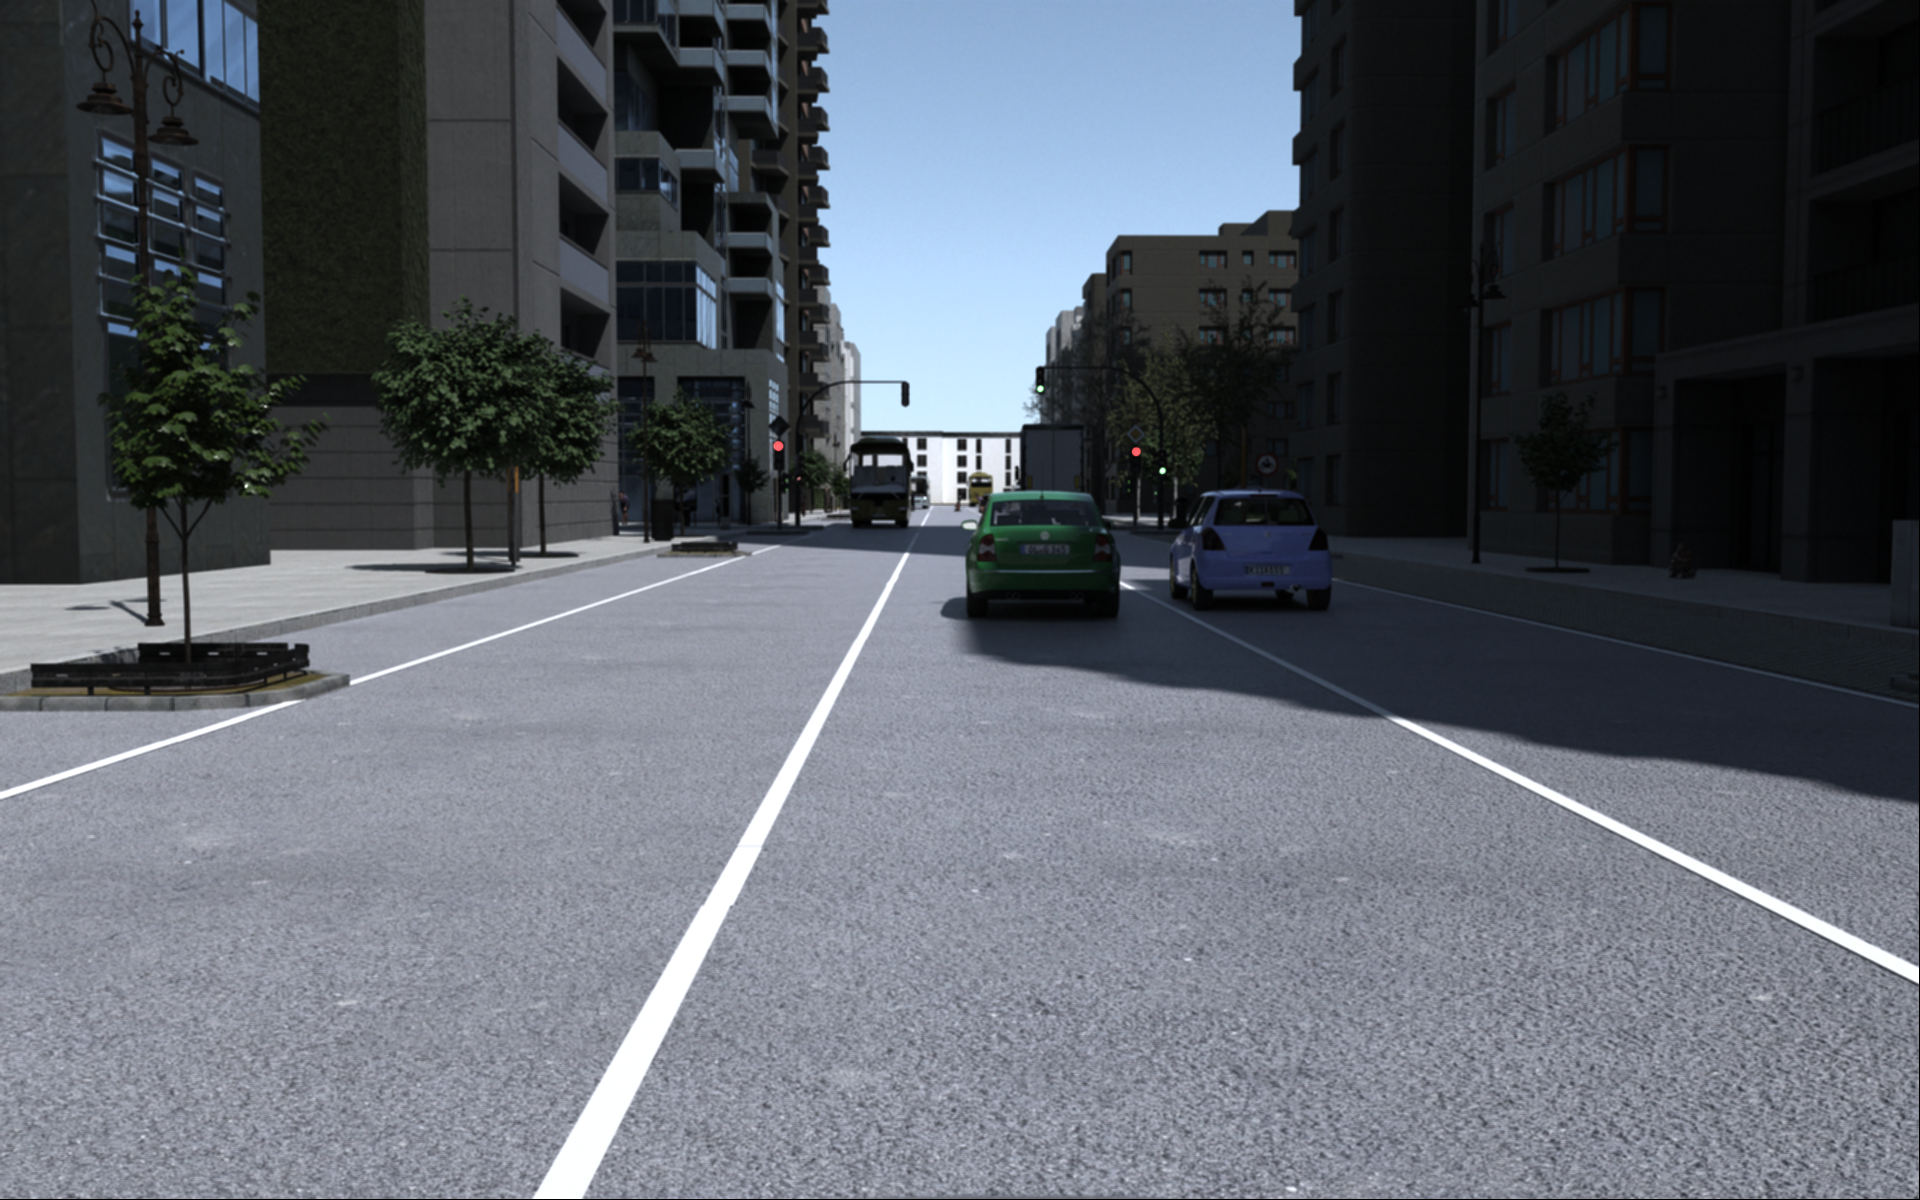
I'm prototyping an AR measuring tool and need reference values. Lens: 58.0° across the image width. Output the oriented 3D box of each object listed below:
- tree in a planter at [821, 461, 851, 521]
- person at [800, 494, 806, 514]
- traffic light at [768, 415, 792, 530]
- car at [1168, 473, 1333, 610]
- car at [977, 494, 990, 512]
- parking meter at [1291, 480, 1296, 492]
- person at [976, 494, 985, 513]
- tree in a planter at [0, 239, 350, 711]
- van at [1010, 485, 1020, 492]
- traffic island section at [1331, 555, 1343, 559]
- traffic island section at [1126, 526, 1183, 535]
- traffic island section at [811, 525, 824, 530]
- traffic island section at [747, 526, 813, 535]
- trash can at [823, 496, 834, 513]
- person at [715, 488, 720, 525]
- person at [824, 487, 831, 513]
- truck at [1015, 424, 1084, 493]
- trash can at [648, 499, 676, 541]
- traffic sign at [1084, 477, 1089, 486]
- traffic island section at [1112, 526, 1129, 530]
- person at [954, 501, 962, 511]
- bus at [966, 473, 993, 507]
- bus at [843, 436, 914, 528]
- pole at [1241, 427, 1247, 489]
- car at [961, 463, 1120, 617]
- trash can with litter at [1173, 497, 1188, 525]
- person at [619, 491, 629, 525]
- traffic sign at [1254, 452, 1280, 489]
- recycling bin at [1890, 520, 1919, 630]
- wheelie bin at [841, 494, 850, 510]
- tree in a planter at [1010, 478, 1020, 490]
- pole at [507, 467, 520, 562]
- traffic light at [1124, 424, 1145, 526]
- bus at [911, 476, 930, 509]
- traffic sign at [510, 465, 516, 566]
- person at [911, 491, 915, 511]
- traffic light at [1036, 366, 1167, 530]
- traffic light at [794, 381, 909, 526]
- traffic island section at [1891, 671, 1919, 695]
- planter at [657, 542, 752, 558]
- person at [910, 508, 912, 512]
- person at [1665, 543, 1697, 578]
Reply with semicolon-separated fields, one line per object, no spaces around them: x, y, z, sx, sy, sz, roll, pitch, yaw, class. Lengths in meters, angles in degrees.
-6.529;-5.939;94.320;1.991;3.239;1.994;0;4;-1;tree in a planter
-9.905;-6.165;109.114;0.482;1.546;0.388;3;4;37;person
-6.412;-4.448;61.644;0.839;4.253;0.868;0;4;-1;traffic light
3.726;-0.799;22.658;1.945;1.707;3.694;0;4;0;car
2.381;-7.680;135.361;2.009;1.686;4.222;0;4;-2;car
13.455;-3.893;69.356;0.255;1.863;0.399;-3;4;-37;parking meter
1.501;-7.109;127.973;0.697;1.427;0.421;1;4;15;person
-5.533;-0.923;12.314;1.991;3.239;1.994;0;4;-1;tree in a planter
3.096;-4.693;83.747;2.013;2.044;4.112;0;4;1;van
7.457;-0.999;39.200;1.991;0.108;1.994;0;4;-1;traffic island section
7.188;-2.426;61.939;2.009;0.180;2.903;0;4;-1;traffic island section
-6.550;-2.904;69.763;2.009;0.180;2.903;0;4;-1;traffic island section
-6.453;-2.416;61.778;2.009;0.180;2.903;0;4;-1;traffic island section
-8.980;-6.524;118.322;0.748;1.137;0.748;0;3;0;trash can
-9.685;-3.801;70.396;0.614;1.554;0.590;-2;4;-28;person
-8.907;-6.707;116.258;0.434;1.755;0.990;0;4;0;person
3.853;-5.264;74.977;2.839;4.237;11.283;0;4;1;truck
-8.137;-2.184;47.366;0.748;1.137;0.748;0;3;0;trash can
8.436;-7.257;118.655;0.884;2.594;0.081;0;4;8;traffic sign
7.091;-2.914;69.923;2.009;0.180;2.903;0;4;-1;traffic island section
-0.275;-7.811;144.497;0.859;0.850;0.655;-3;5;-39;person
2.296;-12.697;199.147;2.896;3.916;12.252;0;4;-1;bus
-3.488;-5.243;77.275;2.896;3.916;12.252;0;4;-1;bus
8.702;-3.626;53.135;0.158;3.312;0.155;0;3;0;pole
0.984;-0.778;21.514;1.959;1.807;4.718;0;4;1;car
9.020;-3.646;71.007;0.624;1.170;1.055;0;4;3;trash can with litter
-13.965;-3.832;71.923;0.421;1.427;0.697;1;4;8;person
9.247;-3.190;52.255;0.768;2.556;0.104;0;4;1;traffic sign
9.431;-0.244;16.543;0.722;1.027;0.722;0;4;-2;recycling bin
-9.379;-8.196;141.916;0.693;1.594;0.980;1;4;18;wheelie bin
5.847;-10.668;171.641;1.991;3.239;1.994;0;4;-1;tree in a planter
-8.443;-2.377;32.703;0.158;3.312;0.155;0;3;0;pole
7.051;-4.947;69.809;0.839;4.253;0.868;0;4;-1;traffic light
-4.391;-10.794;171.335;2.948;3.499;13.247;0;4;1;bus
-8.011;-1.890;31.003;0.768;2.556;0.104;0;4;4;traffic sign
-4.032;-8.287;144.703;0.504;1.737;0.576;-3;4;-36;person
5.057;-5.320;61.658;4.771;5.953;1.251;0;4;-1;traffic light
-4.419;-5.812;69.689;4.771;5.953;1.251;0;4;-1;traffic light
7.792;0.649;12.259;1.991;0.108;1.994;0;4;-1;traffic island section
-5.864;-1.159;40.096;1.991;0.319;1.994;0;4;-1;planter
-3.993;-7.564;136.087;0.435;1.345;0.340;0;4;-5;person
10.960;-0.600;26.331;0.381;0.543;0.357;-2;4;-25;person
